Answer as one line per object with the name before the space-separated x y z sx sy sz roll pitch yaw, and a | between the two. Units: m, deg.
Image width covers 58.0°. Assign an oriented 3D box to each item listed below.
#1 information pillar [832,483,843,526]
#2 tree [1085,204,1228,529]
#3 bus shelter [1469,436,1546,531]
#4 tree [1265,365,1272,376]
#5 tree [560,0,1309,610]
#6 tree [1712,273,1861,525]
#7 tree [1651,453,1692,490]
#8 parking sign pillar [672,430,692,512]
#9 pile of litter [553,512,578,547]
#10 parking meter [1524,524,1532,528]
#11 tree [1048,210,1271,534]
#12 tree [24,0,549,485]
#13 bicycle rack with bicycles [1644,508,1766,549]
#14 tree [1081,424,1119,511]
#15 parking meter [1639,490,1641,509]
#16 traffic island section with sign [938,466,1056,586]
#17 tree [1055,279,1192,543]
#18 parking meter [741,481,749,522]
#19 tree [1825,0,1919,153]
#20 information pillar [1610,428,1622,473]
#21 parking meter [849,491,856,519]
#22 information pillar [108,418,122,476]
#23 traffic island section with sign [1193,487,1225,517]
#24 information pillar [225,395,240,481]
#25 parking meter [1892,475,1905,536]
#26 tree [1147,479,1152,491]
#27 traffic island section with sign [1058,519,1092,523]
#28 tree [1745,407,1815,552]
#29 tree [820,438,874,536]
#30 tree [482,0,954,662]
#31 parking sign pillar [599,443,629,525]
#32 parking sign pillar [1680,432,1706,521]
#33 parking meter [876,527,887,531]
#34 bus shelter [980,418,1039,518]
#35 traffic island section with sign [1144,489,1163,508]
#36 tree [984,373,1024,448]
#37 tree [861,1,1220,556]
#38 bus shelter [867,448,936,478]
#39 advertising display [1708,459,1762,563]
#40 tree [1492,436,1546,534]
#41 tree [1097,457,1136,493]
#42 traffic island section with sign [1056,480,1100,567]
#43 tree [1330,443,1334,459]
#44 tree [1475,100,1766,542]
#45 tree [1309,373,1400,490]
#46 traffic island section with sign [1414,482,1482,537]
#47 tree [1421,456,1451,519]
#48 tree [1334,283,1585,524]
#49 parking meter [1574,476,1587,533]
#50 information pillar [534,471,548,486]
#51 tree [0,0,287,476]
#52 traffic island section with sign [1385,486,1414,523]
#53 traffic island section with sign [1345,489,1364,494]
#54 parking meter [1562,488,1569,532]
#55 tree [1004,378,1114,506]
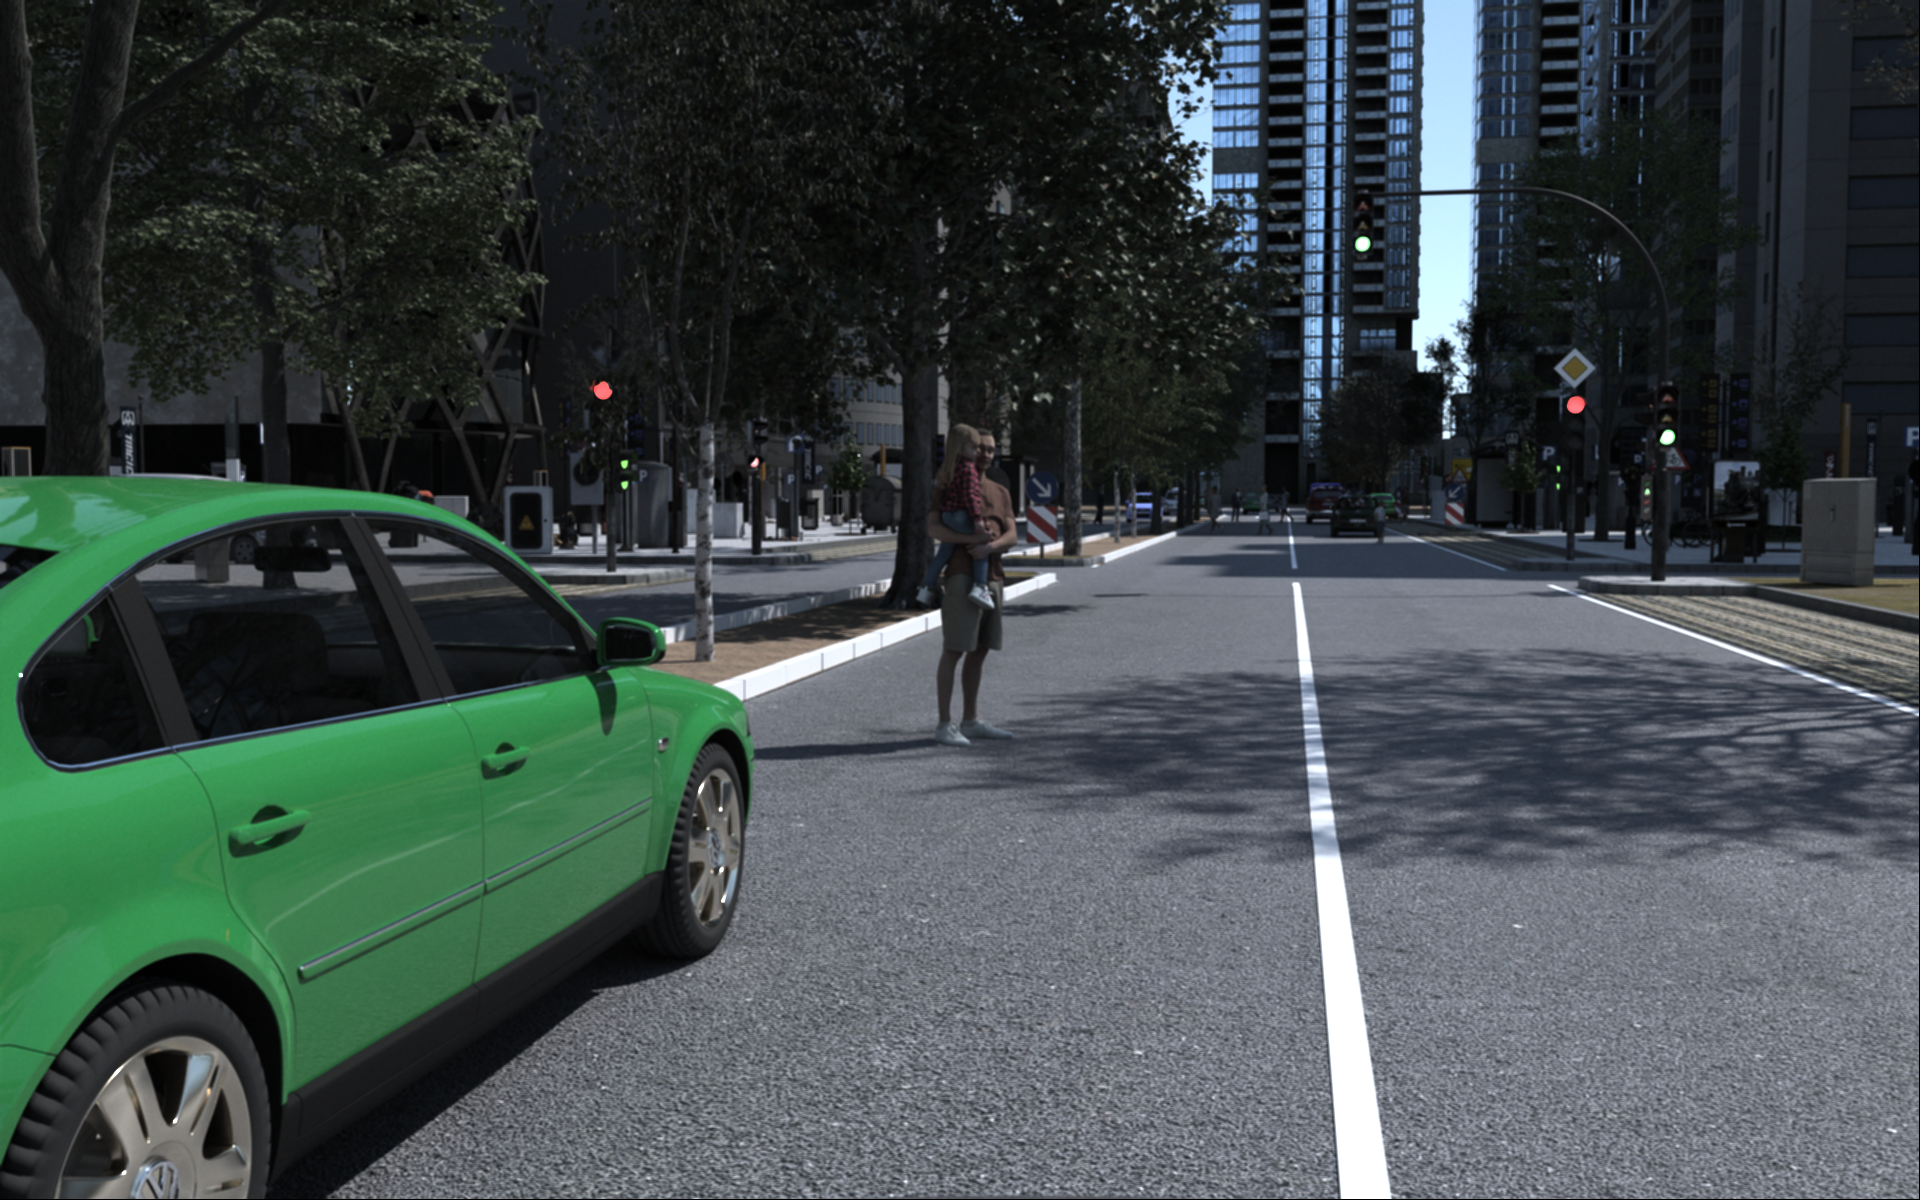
information pillar | -4.868 -3.929 68.724 0.304 2.012 0.304 3 4 39
tree | 9.176 -9.709 71.576 12.009 13.543 11.850 0 3 0
bus shelter | 19.736 -4.209 62.739 2.014 3.302 5.546 1 4 11
tree | 12.720 -10.014 91.933 9.928 11.665 9.643 0 3 0
tree | -0.534 -6.242 21.520 9.611 12.733 9.660 0 3 0
tree | 27.631 -6.564 57.680 4.360 8.622 3.978 0 3 0
tree | 29.811 -4.768 72.551 1.663 3.219 1.824 0 3 0
parking sign pillar | -11.764 -5.189 73.311 1.447 3.967 1.447 1 4 10
pile of litter | -10.007 -1.776 43.003 1.176 0.858 1.719 0 4 4
parking meter | 21.490 -3.659 65.533 0.255 1.863 0.399 -1 4 -14
tree | 6.982 -8.650 62.015 7.486 12.596 7.792 0 3 0
tree | -9.655 -6.419 23.081 7.486 12.596 7.792 0 3 0
bicycle rack with bicycles | 18.053 -1.736 41.763 2.925 0.926 2.852 1 4 14
tree | 10.586 -11.044 130.926 4.360 8.622 3.978 0 3 0
parking meter | 40.890 -5.831 103.750 0.372 1.533 0.369 0 3 0
traffic island section with sign | 0.366 -1.198 27.716 2.006 1.907 1.989 1 4 11
tree | 5.670 -6.315 56.073 4.737 8.622 4.395 0 3 0
parking meter | -9.765 -4.461 78.649 0.399 1.863 0.255 0 4 7
tree | 10.382 -6.268 12.860 12.009 13.543 11.850 0 3 0
information pillar | 23.410 -4.312 61.857 0.183 3.616 0.504 -1 4 -22
parking meter | -5.474 -4.892 88.399 0.372 1.533 0.369 0 3 0
information pillar | -24.879 -3.661 51.216 0.183 3.616 0.504 2 4 34
traffic island section with sign | 15.649 -6.159 108.840 2.006 1.907 1.989 1 4 11
information pillar | -17.234 -3.041 41.081 0.504 3.616 0.183 3 4 37
parking meter | 28.810 -2.901 53.144 0.255 1.863 0.399 3 4 37
tree | 20.918 -11.717 186.168 1.663 3.219 1.824 0 3 0
traffic island section with sign | 5.634 -4.823 87.480 1.989 1.847 2.006 1 4 11
tree | 18.443 -2.693 38.627 1.663 3.219 1.824 0 3 0
tree | -3.322 -3.631 53.963 1.663 3.219 1.824 0 3 0
tree | -2.149 -3.788 14.751 4.360 8.622 3.978 0 3 0
parking sign pillar | -14.452 -5.155 72.762 1.447 3.967 1.447 0 4 -4
parking sign pillar | 31.582 -5.285 74.889 1.447 3.967 1.447 0 4 -4
parking meter | -2.751 -3.348 60.449 0.399 1.863 0.255 2 4 32
bus shelter | 2.599 -7.136 94.302 2.179 5.291 8.768 1 4 11
traffic island section with sign | 14.867 -7.816 136.424 1.989 1.847 2.006 1 4 11
tree | 1.414 -8.206 84.537 4.360 8.622 3.978 0 3 0
tree | 1.518 -11.102 39.856 12.611 20.169 13.585 0 3 0
bus shelter | -2.581 -5.191 78.789 2.014 3.302 5.546 1 4 11
advertising display | 14.358 -1.645 32.103 0.974 1.923 0.123 0 4 -6
tree | 18.415 -3.773 56.289 1.663 3.219 1.824 0 3 0
tree | 13.494 -10.050 148.028 4.285 4.588 4.351 0 3 0
traffic island section with sign | 1.747 -1.643 34.994 2.006 1.907 1.989 1 4 11
tree | 40.197 -14.317 168.493 8.767 10.594 7.601 1 4 17
tree | 17.385 -7.374 46.317 9.928 11.665 9.643 0 3 0
tree | 41.206 -16.614 178.286 9.857 13.997 8.962 0 3 0
traffic island section with sign | 16.610 -3.070 58.829 1.989 1.847 2.006 1 4 11
tree | 24.371 -5.744 88.513 1.663 3.219 1.824 0 3 0
tree | 22.114 -8.549 74.192 8.767 10.594 7.601 -2 4 -33
parking meter | 20.297 -3.117 56.672 0.399 1.863 0.255 1 4 23
information pillar | -13.247 -3.075 54.761 0.304 2.012 0.304 2 4 31
tree | -3.716 -4.815 6.940 9.928 11.665 9.643 0 3 0
traffic island section with sign | 21.651 -4.710 85.637 1.989 1.847 2.006 1 4 11
traffic island section with sign | 30.663 -7.634 133.450 1.989 1.847 2.006 1 4 11
parking meter | 20.362 -3.031 57.966 0.372 1.533 0.369 0 3 0
tree | 6.018 -10.303 102.866 7.601 10.594 8.767 1 4 13
